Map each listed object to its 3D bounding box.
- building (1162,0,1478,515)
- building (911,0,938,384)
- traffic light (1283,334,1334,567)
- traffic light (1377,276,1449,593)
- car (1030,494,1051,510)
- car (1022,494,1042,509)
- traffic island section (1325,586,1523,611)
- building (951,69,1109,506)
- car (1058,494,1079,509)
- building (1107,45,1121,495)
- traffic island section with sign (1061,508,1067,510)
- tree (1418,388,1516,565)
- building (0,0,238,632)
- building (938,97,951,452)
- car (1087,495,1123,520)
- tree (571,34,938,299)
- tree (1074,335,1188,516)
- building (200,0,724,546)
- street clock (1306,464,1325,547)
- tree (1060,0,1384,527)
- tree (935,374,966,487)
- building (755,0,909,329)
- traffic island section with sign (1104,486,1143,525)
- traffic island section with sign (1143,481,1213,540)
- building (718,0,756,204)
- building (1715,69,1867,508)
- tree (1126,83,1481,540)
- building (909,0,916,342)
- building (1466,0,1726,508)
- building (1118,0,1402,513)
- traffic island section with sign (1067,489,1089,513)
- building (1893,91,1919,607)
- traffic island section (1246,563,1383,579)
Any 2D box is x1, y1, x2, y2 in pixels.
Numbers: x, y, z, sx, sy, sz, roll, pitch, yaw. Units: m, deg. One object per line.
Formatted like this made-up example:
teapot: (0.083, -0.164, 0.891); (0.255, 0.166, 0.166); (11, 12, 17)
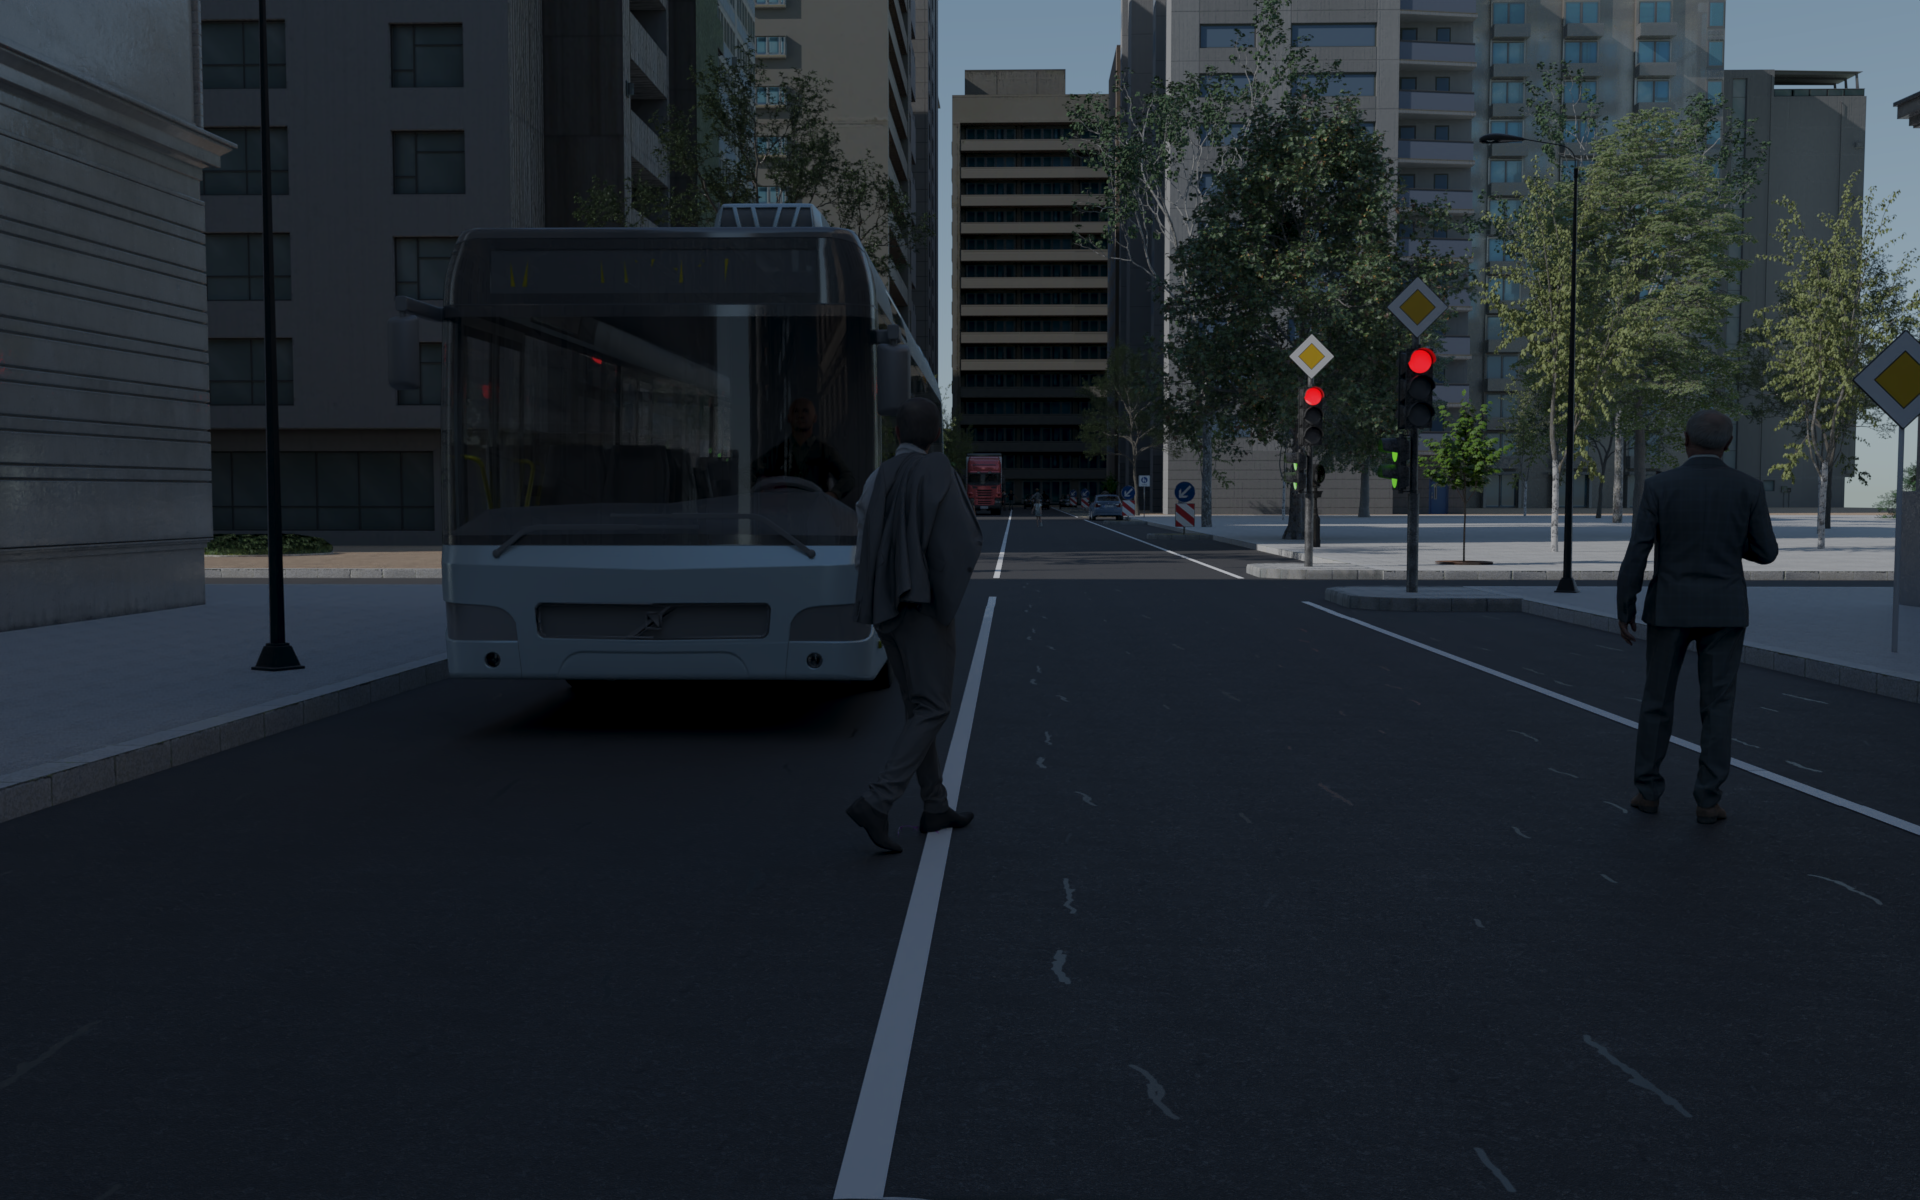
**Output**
building: (23.966, -35.386, 120.562); (21.231, 58.520, 28.212); (0, 4, 2)
building: (-12.771, -44.702, 169.122); (20.611, 71.187, 20.563); (0, 4, 2)
traffic light: (6.141, -2.543, 30.491); (0.839, 4.253, 0.868); (0, 4, 2)
traffic light: (5.886, -2.054, 22.510); (0.839, 4.253, 0.868); (0, 4, 2)
car: (7.478, -9.256, 161.121); (2.009, 1.686, 4.222); (0, 4, 2)
car: (6.957, -9.537, 165.714); (2.009, 1.686, 4.222); (0, 4, 2)
traffic island section: (5.925, -0.021, 22.623); (2.009, 0.180, 2.903); (0, 4, 2)
building: (9.961, -35.346, 201.615); (21.600, 48.544, 21.300); (0, 4, 2)
car: (10.205, -9.385, 163.233); (2.009, 1.686, 4.222); (0, 4, 4)
building: (21.808, -31.821, 170.384); (14.600, 45.320, 14.200); (0, 4, 2)
traffic island section with sign: (10.315, -9.234, 159.606); (1.989, 1.847, 2.006); (0, 4, 2)
tree: (9.250, -2.274, 31.775); (1.663, 3.219, 1.824); (0, 3, 0)
building: (-18.653, -10.926, 14.800); (21.152, 22.565, 11.583); (0, 4, 2)
building: (-14.479, -37.677, 205.252); (27.495, 52.752, 28.713); (0, 4, 2)
car: (8.037, -5.093, 95.279); (2.014, 1.417, 4.499); (0, 4, 1)
tree: (-4.817, -6.218, 36.071); (8.767, 10.594, 7.601); (0, 4, -6)
tree: (10.188, -10.269, 102.308); (7.601, 10.594, 8.767); (1, 4, 14)
building: (-14.697, -16.902, 48.045); (14.160, 30.474, 14.107); (0, 4, 2)
street clock: (8.558, -2.270, 41.687); (0.471, 2.002, 0.358); (-3, 5, -43)
tree: (9.726, -12.812, 65.368); (12.611, 20.169, 13.585); (0, 3, 0)
tree: (-2.209, -9.575, 106.917); (4.737, 8.622, 4.395); (0, 3, 0)
building: (-14.714, -30.139, 116.468); (21.300, 48.544, 21.600); (0, 4, 2)
traffic island section with sign: (7.829, -4.496, 82.131); (1.989, 1.847, 2.006); (0, 4, 2)
traffic island section with sign: (6.981, -2.848, 55.189); (1.989, 1.847, 2.006); (0, 4, 2)
building: (-21.963, -23.432, 74.992); (32.217, 40.220, 23.993); (0, 4, 2)
building: (78.312, -29.774, 170.407); (14.086, 41.232, 14.154); (0, 4, 2)
tree: (9.555, -8.048, 48.601); (9.611, 12.733, 9.660); (0, 3, 0)
building: (-17.610, -33.786, 141.646); (28.713, 52.752, 27.495); (0, 4, 2)
building: (55.897, -33.418, 165.997); (30.456, 49.044, 23.786); (0, 4, 2)
building: (24.254, -37.109, 148.726); (21.231, 58.520, 28.212); (0, 4, 2)
traffic island section with sign: (9.450, -7.586, 132.664); (1.989, 1.847, 2.006); (0, 4, 2)
building: (16.748, -13.490, 7.946); (14.401, 28.519, 23.554); (0, 4, 2)
traffic island section: (6.181, -0.509, 30.604); (2.009, 0.180, 2.903); (0, 4, 2)
